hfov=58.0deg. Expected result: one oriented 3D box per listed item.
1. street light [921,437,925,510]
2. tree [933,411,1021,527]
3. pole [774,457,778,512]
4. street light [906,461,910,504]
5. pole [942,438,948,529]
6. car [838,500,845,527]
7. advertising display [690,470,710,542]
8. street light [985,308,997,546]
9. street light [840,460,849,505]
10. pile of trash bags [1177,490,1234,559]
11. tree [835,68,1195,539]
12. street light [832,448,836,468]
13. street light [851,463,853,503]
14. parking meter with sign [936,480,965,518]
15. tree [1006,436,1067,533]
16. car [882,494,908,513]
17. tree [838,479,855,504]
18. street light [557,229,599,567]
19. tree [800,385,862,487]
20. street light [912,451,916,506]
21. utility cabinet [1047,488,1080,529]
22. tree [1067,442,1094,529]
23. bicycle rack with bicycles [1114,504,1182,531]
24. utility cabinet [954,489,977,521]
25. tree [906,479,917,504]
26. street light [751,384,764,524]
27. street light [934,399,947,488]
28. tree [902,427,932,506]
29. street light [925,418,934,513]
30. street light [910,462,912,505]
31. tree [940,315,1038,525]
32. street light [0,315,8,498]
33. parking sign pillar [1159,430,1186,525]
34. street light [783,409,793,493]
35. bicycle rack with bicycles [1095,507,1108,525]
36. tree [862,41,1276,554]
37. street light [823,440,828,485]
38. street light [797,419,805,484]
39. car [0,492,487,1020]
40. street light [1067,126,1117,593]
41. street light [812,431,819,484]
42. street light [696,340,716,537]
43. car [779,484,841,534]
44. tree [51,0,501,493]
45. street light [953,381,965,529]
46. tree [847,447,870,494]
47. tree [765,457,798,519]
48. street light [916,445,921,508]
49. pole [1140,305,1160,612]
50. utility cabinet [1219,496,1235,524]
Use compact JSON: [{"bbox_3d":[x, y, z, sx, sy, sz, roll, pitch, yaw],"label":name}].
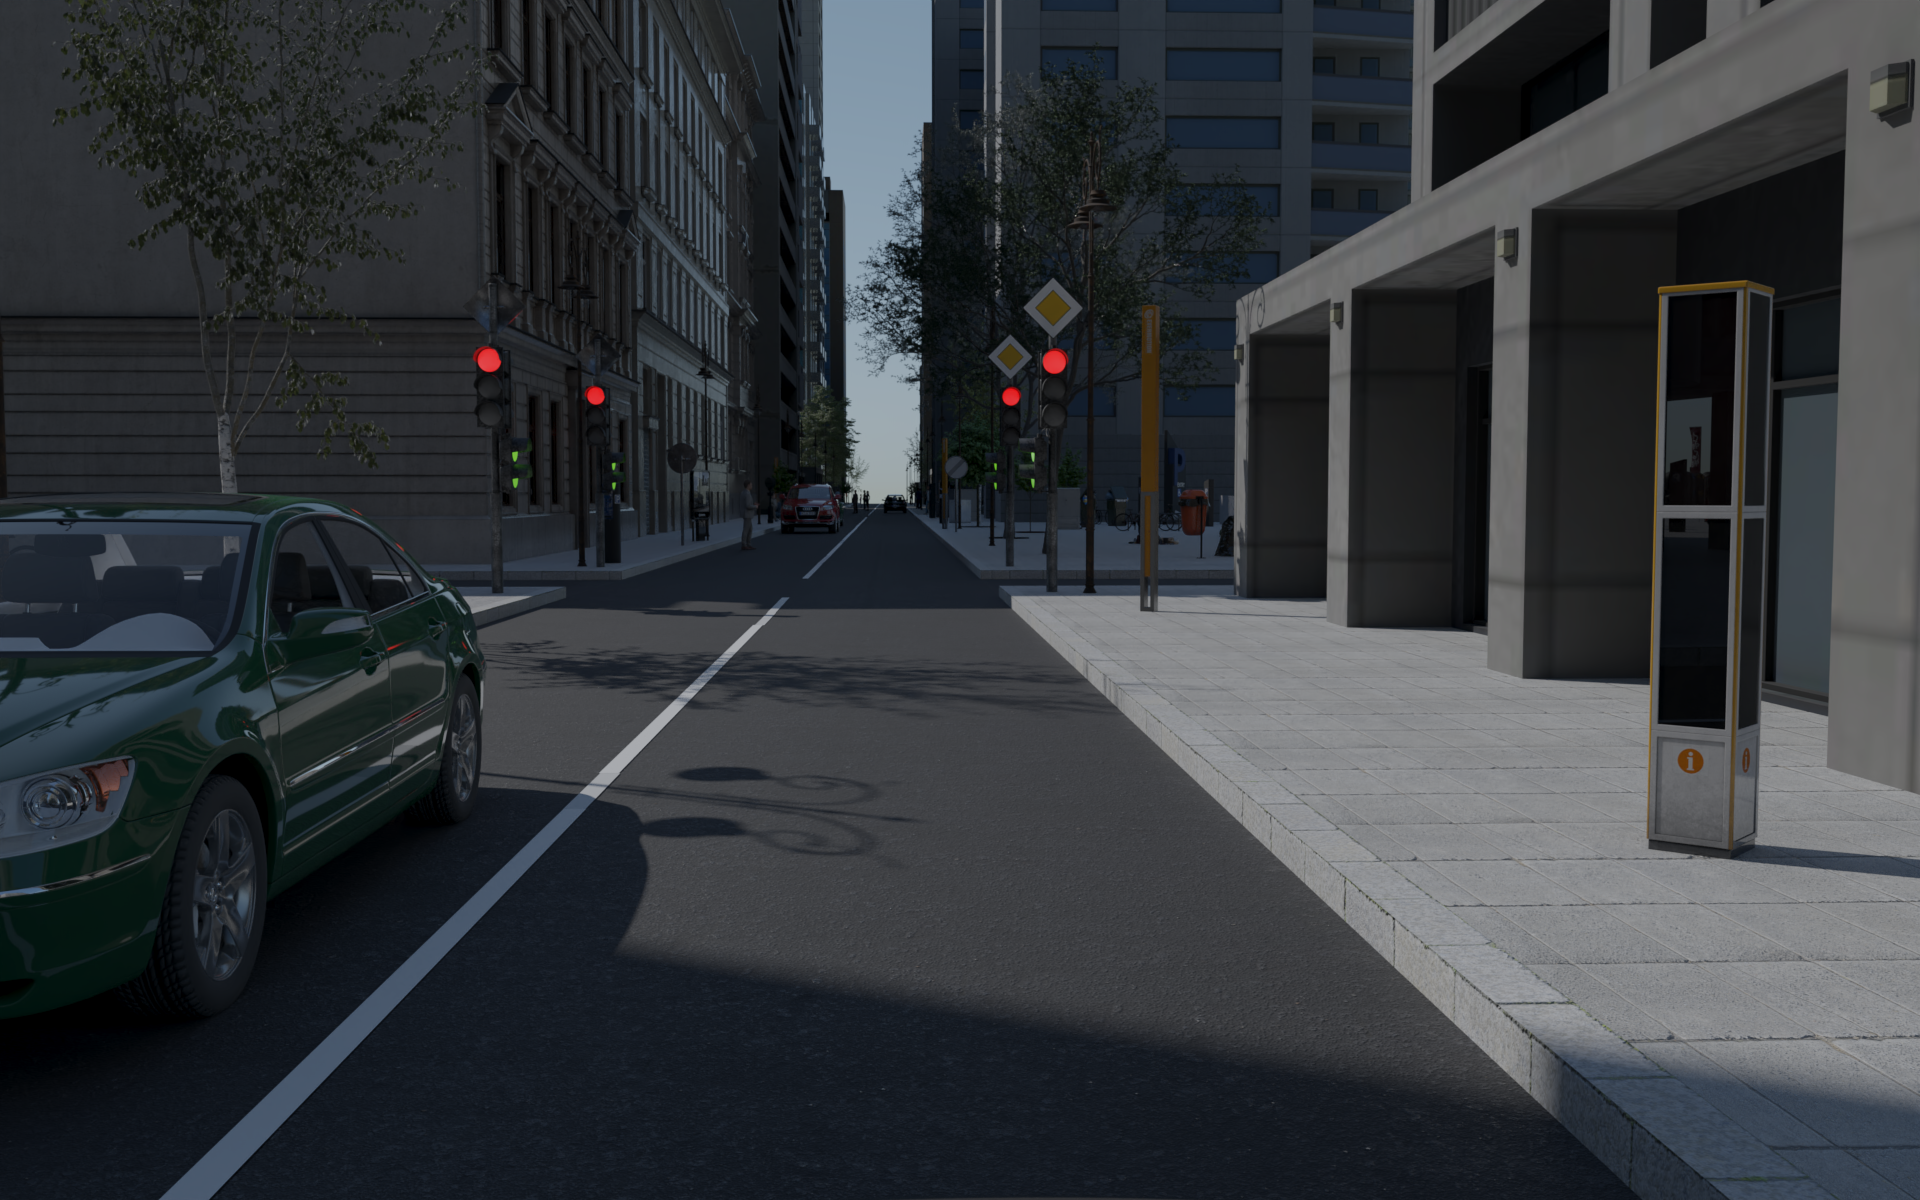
[{"bbox_3d":[-2.218,-8.896,118.236,0.468,5.910,1.993,0,4,-2],"label":"street light"},{"bbox_3d":[0.625,-5.101,67.117,4.285,4.588,4.351,0,3,0],"label":"tree"},{"bbox_3d":[-10.246,-6.293,96.741,0.158,3.312,0.155,0,3,0],"label":"pole"},{"bbox_3d":[-5.700,-14.000,201.682,0.468,5.910,1.993,0,4,-2],"label":"street light"},{"bbox_3d":[-0.558,-4.260,63.488,0.158,3.312,0.155,0,3,0],"label":"pole"},{"bbox_3d":[-6.139,-3.965,76.632,2.131,1.459,4.920,0,4,-1],"label":"car"},{"bbox_3d":[-7.082,-2.569,47.209,0.123,1.923,0.974,1,4,19],"label":"advertising display"},{"bbox_3d":[0.794,-4.275,42.681,0.468,5.910,1.993,0,4,-2],"label":"street light"},{"bbox_3d":[-14.075,-14.606,211.593,0.468,5.910,1.993,0,4,-2],"label":"street light"},{"bbox_3d":[5.934,-1.568,35.387,3.447,1.369,1.912,-2,4,-29],"label":"pile of trash bags"},{"bbox_3d":[1.542,-8.509,49.490,12.009,13.543,11.850,0,3,0],"label":"tree"},{"bbox_3d":[-12.364,-12.050,169.809,0.468,5.910,1.993,0,4,-2],"label":"street light"},{"bbox_3d":[-14.939,-15.882,232.460,0.468,5.910,1.993,0,4,-2],"label":"street light"},{"bbox_3d":[-0.465,-5.997,94.320,1.738,3.016,0.543,-2,4,-28],"label":"parking meter with sign"},{"bbox_3d":[2.242,-3.835,57.307,1.663,3.219,1.824,0,3,0],"label":"tree"},{"bbox_3d":[-4.891,-7.383,130.504,2.009,1.686,4.222,0,4,-3],"label":"car"},{"bbox_3d":[-14.684,-13.725,219.004,1.663,3.219,1.824,0,3,0],"label":"tree"},{"bbox_3d":[-6.695,-3.530,30.509,0.468,5.910,1.993,0,4,-2],"label":"street light"},{"bbox_3d":[-14.098,-16.038,180.354,7.486,12.596,7.792,0,3,0],"label":"tree"},{"bbox_3d":[-3.975,-11.477,160.444,0.468,5.910,1.993,0,4,-2],"label":"street light"},{"bbox_3d":[3.695,-3.258,61.945,1.173,1.500,0.318,0,4,2],"label":"utility cabinet"},{"bbox_3d":[3.952,-4.225,63.687,1.663,3.219,1.824,0,3,0],"label":"tree"},{"bbox_3d":[7.019,-2.885,60.548,2.925,0.926,2.852,1,4,15],"label":"bicycle rack with bicycles"},{"bbox_3d":[0.333,-4.442,81.300,1.173,1.500,0.318,1,4,18],"label":"utility cabinet"},{"bbox_3d":[-6.310,-14.234,227.334,1.663,3.219,1.824,0,3,0],"label":"tree"},{"bbox_3d":[-8.496,-6.136,73.104,0.468,5.910,1.993,0,4,-2],"label":"street light"},{"bbox_3d":[-0.884,-6.831,84.470,0.468,5.910,1.993,0,4,-2],"label":"street light"},{"bbox_3d":[-4.186,-14.777,191.973,4.360,8.622,3.978,0,3,0],"label":"tree"},{"bbox_3d":[-1.687,-8.107,105.340,0.468,5.910,1.993,0,4,-2],"label":"street light"},{"bbox_3d":[-4.740,-12.768,181.547,0.468,5.910,1.993,0,4,-2],"label":"street light"},{"bbox_3d":[0.988,-7.457,72.286,4.737,8.622,4.395,0,3,0],"label":"tree"},{"bbox_3d":[-6.000,-2.320,10.723,0.468,5.910,1.993,0,4,-2],"label":"street light"},{"bbox_3d":[9.102,-5.188,73.298,1.447,3.967,1.447,2,4,32],"label":"parking sign pillar"},{"bbox_3d":[-9.326,-7.412,93.972,0.468,5.910,1.993,0,4,-2],"label":"street light"},{"bbox_3d":[5.325,-3.647,73.018,2.852,0.926,2.925,-1,4,-17],"label":"bicycle rack with bicycles"},{"bbox_3d":[2.033,-6.235,36.353,8.767,10.594,7.601,-2,4,-27],"label":"tree"},{"bbox_3d":[-11.543,-10.761,148.737,0.468,5.910,1.993,0,4,-2],"label":"street light"},{"bbox_3d":[-9.769,-8.209,107.004,0.468,5.910,1.993,0,4,-2],"label":"street light"},{"bbox_3d":[-3.003,0.342,6.203,2.131,1.459,4.920,0,4,-3],"label":"car"},{"bbox_3d":[1.681,-3.026,22.263,0.468,5.910,1.993,0,4,-2],"label":"street light"},{"bbox_3d":[-10.663,-9.485,127.870,0.468,5.910,1.993,0,4,-2],"label":"street light"},{"bbox_3d":[-7.653,-4.859,52.235,0.468,5.910,1.993,0,4,-2],"label":"street light"},{"bbox_3d":[-5.550,-3.413,64.480,2.281,1.827,5.304,0,4,-2],"label":"car"},{"bbox_3d":[-6.870,-4.045,16.496,4.360,8.622,3.978,0,3,0],"label":"tree"},{"bbox_3d":[-0.011,-5.551,63.550,0.468,5.910,1.993,0,4,-2],"label":"street light"},{"bbox_3d":[-16.080,-19.138,263.275,4.360,8.622,3.978,0,3,0],"label":"tree"},{"bbox_3d":[-9.405,-5.824,89.821,1.663,3.219,1.824,0,3,0],"label":"tree"},{"bbox_3d":[-3.098,-10.190,139.393,0.468,5.910,1.993,0,4,-2],"label":"street light"},{"bbox_3d":[2.069,-1.530,18.862,0.158,3.312,0.155,0,3,0],"label":"pole"},{"bbox_3d":[11.237,-3.774,72.865,0.306,1.237,1.020,-1,4,-12],"label":"utility cabinet"}]
